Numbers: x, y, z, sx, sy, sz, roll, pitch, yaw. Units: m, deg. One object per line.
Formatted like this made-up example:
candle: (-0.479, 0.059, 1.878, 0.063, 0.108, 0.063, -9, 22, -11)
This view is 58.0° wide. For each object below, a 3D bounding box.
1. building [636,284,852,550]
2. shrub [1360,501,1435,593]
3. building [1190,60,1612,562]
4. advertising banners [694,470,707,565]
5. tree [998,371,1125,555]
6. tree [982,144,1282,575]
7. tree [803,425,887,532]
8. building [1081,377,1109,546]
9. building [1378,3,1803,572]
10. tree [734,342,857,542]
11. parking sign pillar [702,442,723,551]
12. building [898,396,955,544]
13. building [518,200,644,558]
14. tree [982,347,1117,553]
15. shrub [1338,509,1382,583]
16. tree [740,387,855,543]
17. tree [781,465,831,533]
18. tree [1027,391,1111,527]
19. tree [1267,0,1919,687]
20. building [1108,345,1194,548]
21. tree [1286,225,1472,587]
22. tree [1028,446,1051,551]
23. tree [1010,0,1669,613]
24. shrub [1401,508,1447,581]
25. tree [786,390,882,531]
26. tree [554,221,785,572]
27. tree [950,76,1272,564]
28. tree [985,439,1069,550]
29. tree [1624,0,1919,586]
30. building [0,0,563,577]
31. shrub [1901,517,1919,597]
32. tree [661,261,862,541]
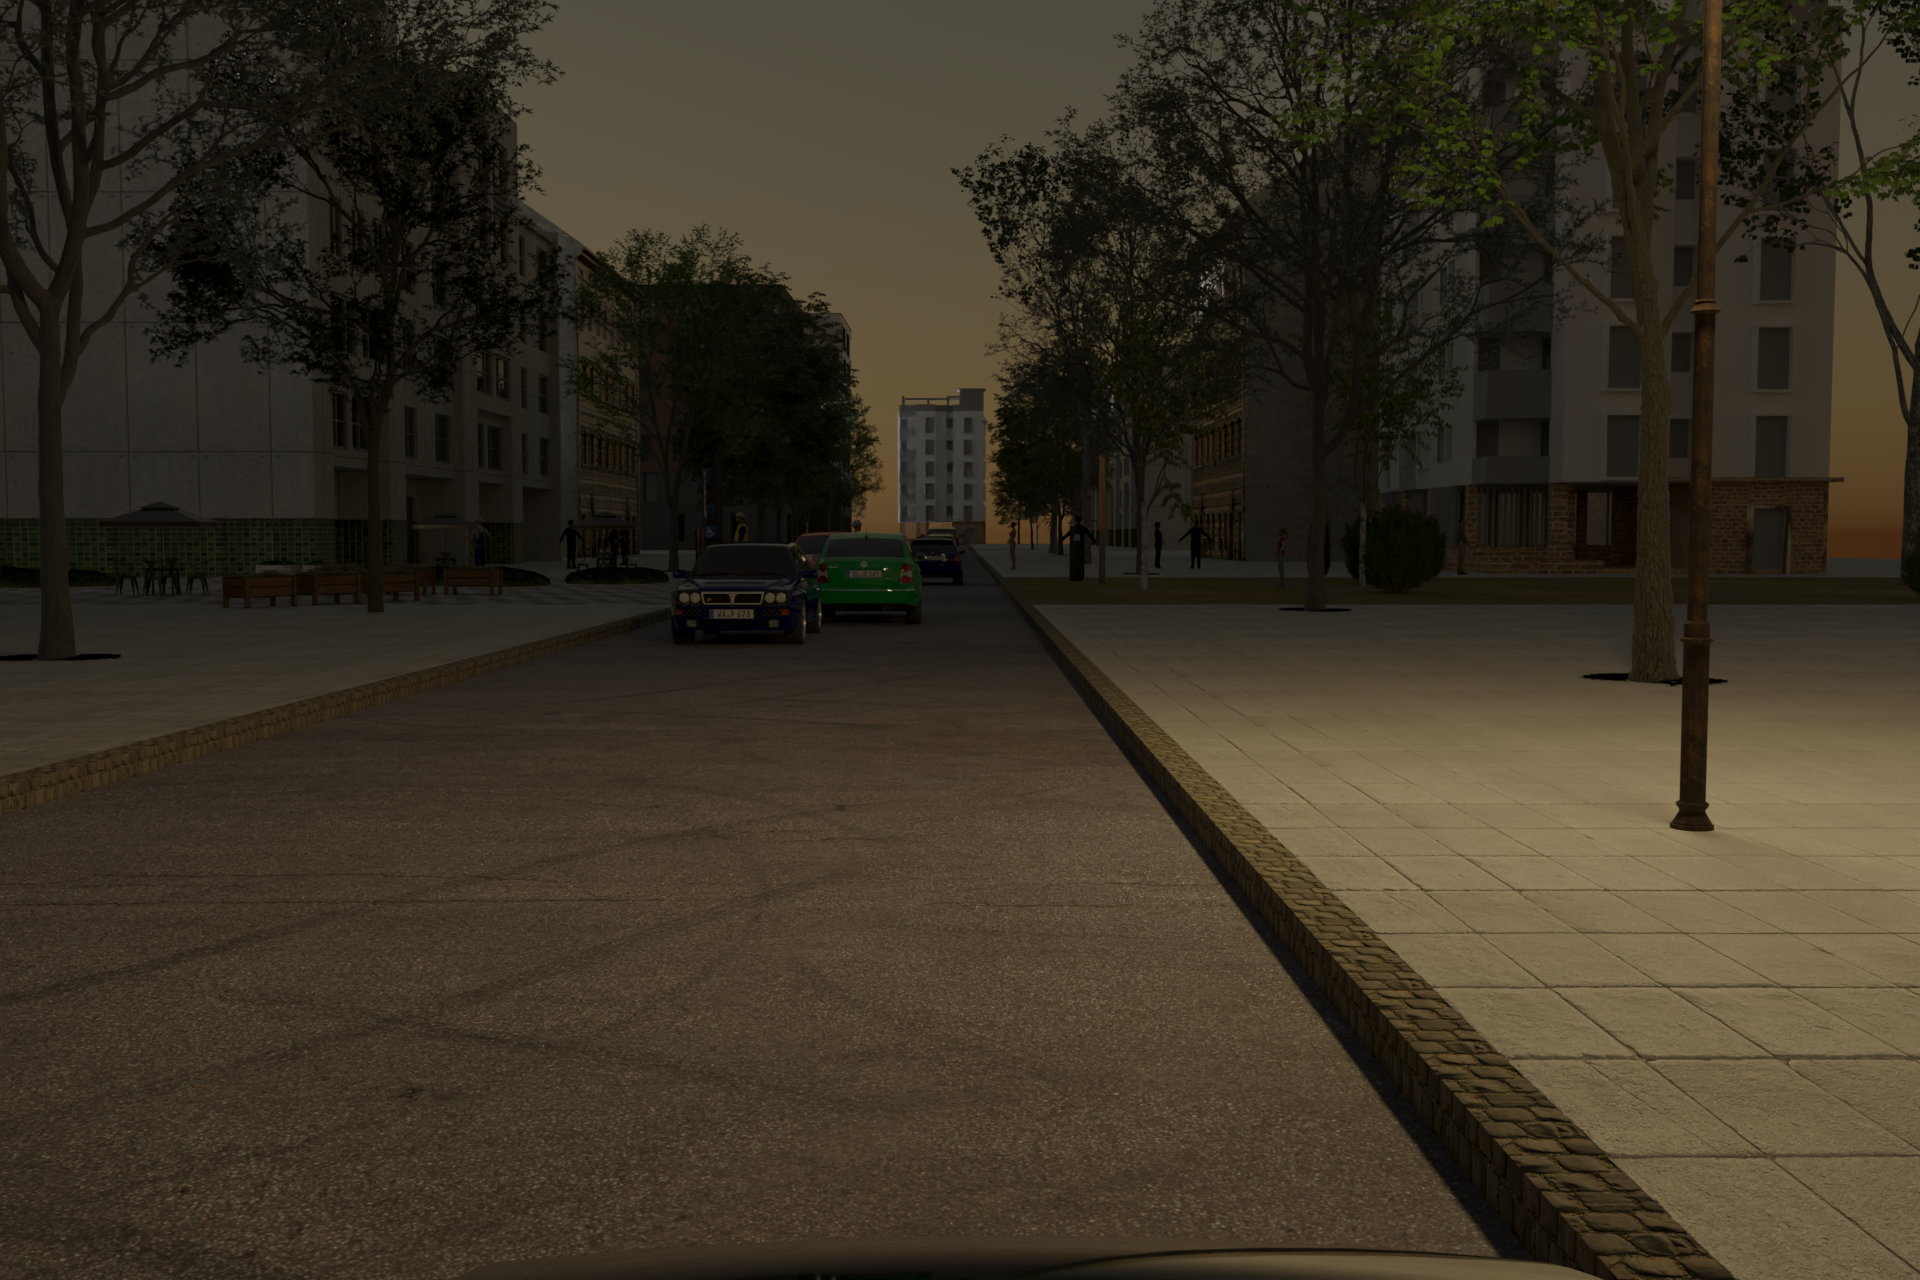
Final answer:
building: (-24.929, -19.215, 158.132, 27.936, 21.610, 32.646, 0, 4, 0)
shrub: (9.498, -2.035, 37.688, 1.690, 2.028, 1.600, 0, 3, 0)
building: (22.471, -15.799, 89.243, 19.493, 23.208, 18.063, 0, 3, 0)
advertising banners: (-6.982, -3.091, 46.732, 0.090, 3.025, 2.074, 0, 3, 0)
tree: (6.139, -10.946, 104.720, 9.928, 11.665, 9.643, 0, 3, 0)
tree: (5.658, -8.825, 54.661, 12.009, 13.543, 11.850, 0, 3, 0)
tree: (-9.522, -12.374, 136.727, 8.767, 10.594, 7.601, 1, 4, 16)
building: (23.610, -20.538, 202.256, 16.747, 18.905, 31.486, 0, 3, 0)
building: (21.971, -12.944, 68.055, 16.016, 20.090, 11.380, 0, 3, 0)
tree: (-9.559, -10.188, 92.330, 9.928, 11.665, 9.643, 0, 3, 0)
parking sign pillar: (-7.183, -3.786, 50.371, 1.447, 3.967, 1.447, 0, 4, 0)
building: (-7.848, -22.674, 229.592, 11.380, 20.090, 16.016, 1, 4, 9)
building: (-29.489, -16.463, 100.091, 19.493, 23.208, 18.063, 0, 4, -1)
tree: (6.213, -12.751, 115.126, 9.857, 13.997, 8.962, 0, 3, 0)
shrub: (10.751, -2.498, 45.264, 1.690, 2.028, 1.600, 0, 3, 0)
tree: (-10.103, -11.010, 105.776, 9.928, 11.665, 9.643, 0, 3, 0)
tree: (-10.021, -10.002, 113.902, 4.360, 8.622, 3.978, 0, 3, 0)
tree: (5.848, -8.272, 85.607, 4.360, 8.622, 3.978, 0, 3, 0)
tree: (5.945, -5.450, 14.868, 9.928, 11.665, 9.643, 0, 3, 0)
building: (24.404, -18.613, 170.785, 16.747, 18.905, 31.486, 0, 3, 0)
tree: (9.999, -5.591, 41.783, 4.737, 8.622, 4.395, 0, 3, 0)
tree: (6.005, -11.006, 130.305, 4.737, 8.622, 4.395, 0, 3, 0)
tree: (6.072, -7.223, 28.462, 12.009, 13.543, 11.850, 0, 3, 0)
shrub: (12.586, -2.634, 47.489, 1.690, 2.028, 1.600, 0, 3, 0)
tree: (-9.217, -12.104, 123.652, 9.928, 11.665, 9.643, 0, 3, 0)
tree: (-9.747, -8.120, 58.512, 9.928, 11.665, 9.643, 0, 3, 0)
tree: (6.325, -13.229, 72.178, 12.611, 20.169, 13.585, 0, 3, 0)
tree: (5.478, -12.452, 138.001, 7.601, 10.594, 8.767, 1, 4, 12)
tree: (23.595, -11.511, 44.098, 12.611, 20.169, 13.585, 0, 3, 0)
building: (-27.446, -12.243, 66.636, 16.747, 18.905, 31.486, 0, 4, 0)
shrub: (18.768, -1.762, 32.849, 1.661, 2.075, 1.752, 0, 3, 0)
tree: (-9.207, -10.597, 79.915, 9.857, 13.997, 8.962, 0, 3, 0)
